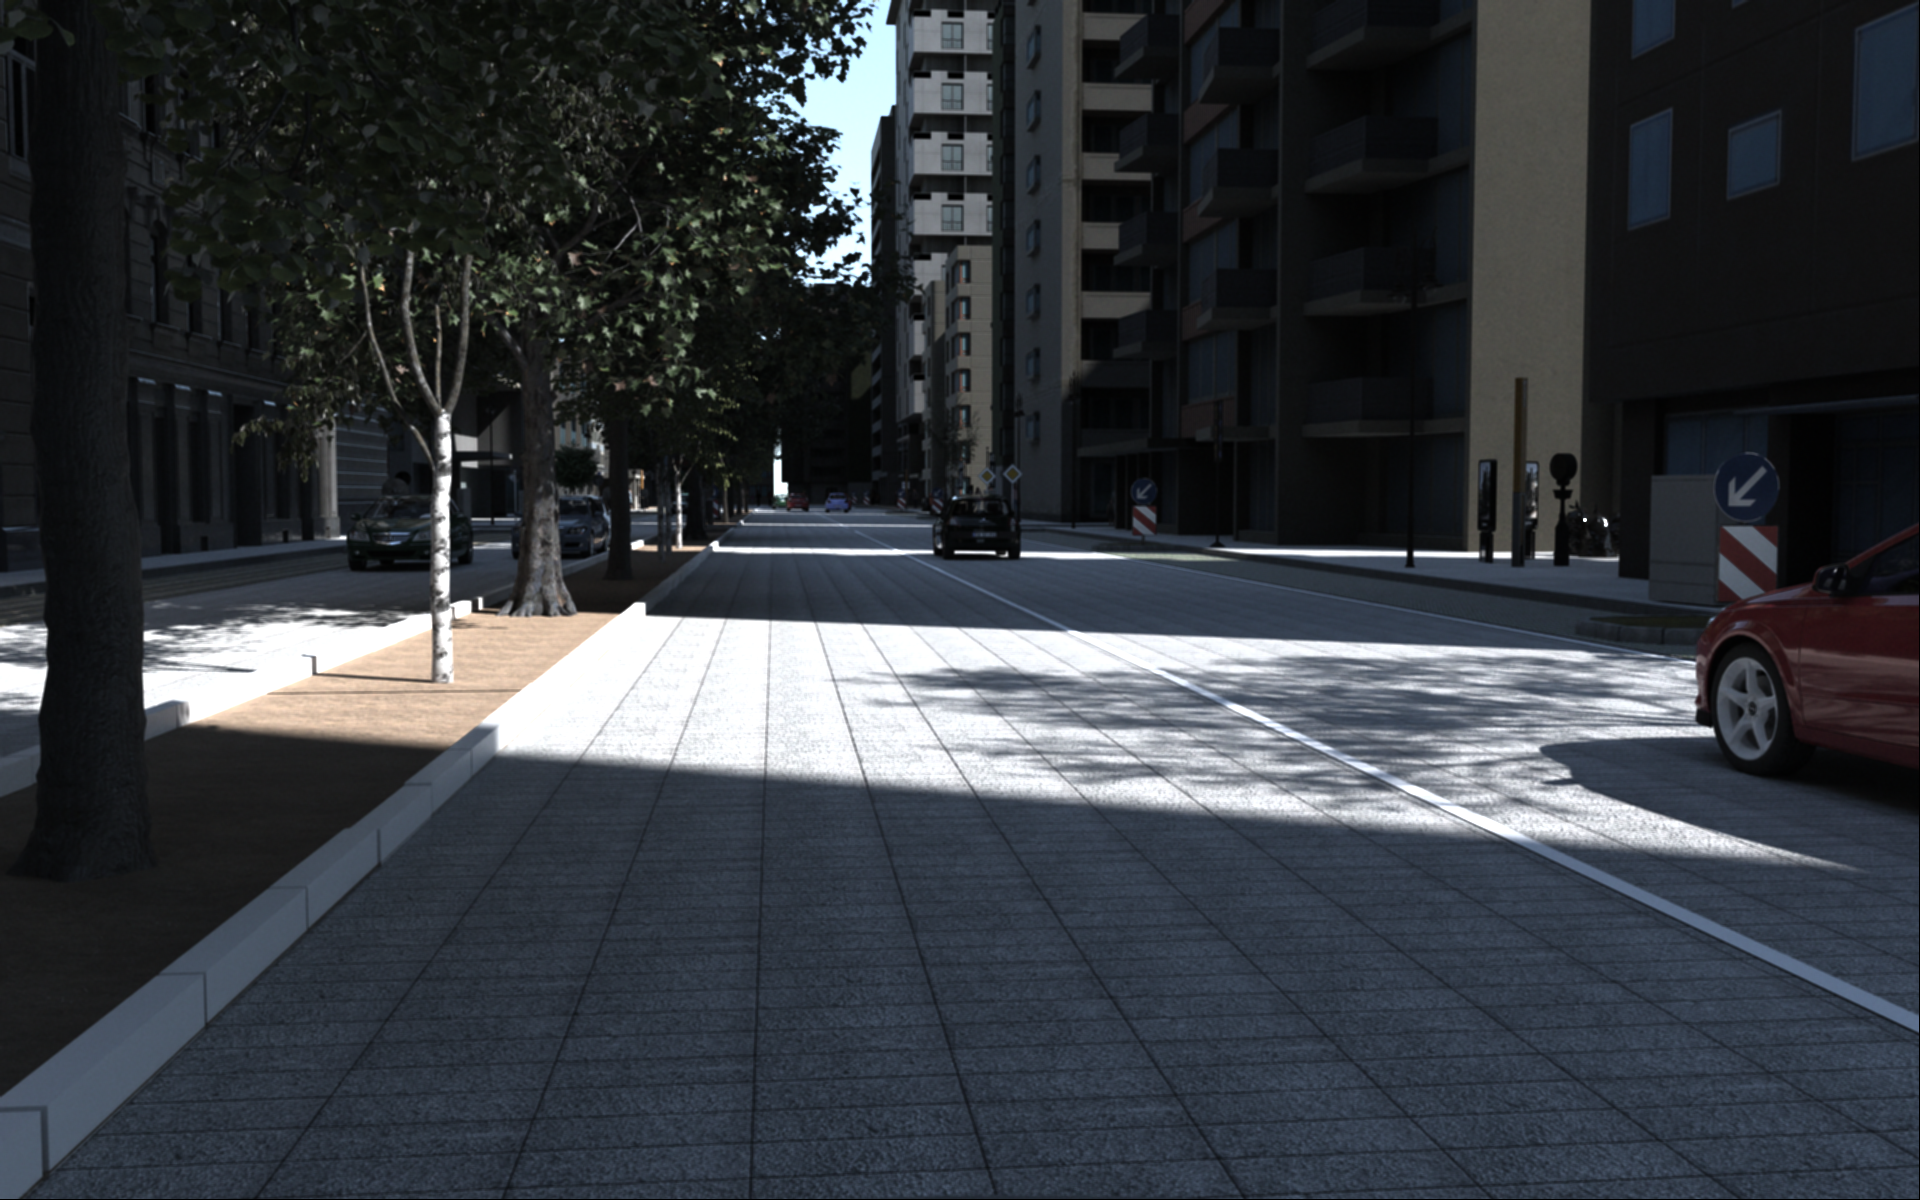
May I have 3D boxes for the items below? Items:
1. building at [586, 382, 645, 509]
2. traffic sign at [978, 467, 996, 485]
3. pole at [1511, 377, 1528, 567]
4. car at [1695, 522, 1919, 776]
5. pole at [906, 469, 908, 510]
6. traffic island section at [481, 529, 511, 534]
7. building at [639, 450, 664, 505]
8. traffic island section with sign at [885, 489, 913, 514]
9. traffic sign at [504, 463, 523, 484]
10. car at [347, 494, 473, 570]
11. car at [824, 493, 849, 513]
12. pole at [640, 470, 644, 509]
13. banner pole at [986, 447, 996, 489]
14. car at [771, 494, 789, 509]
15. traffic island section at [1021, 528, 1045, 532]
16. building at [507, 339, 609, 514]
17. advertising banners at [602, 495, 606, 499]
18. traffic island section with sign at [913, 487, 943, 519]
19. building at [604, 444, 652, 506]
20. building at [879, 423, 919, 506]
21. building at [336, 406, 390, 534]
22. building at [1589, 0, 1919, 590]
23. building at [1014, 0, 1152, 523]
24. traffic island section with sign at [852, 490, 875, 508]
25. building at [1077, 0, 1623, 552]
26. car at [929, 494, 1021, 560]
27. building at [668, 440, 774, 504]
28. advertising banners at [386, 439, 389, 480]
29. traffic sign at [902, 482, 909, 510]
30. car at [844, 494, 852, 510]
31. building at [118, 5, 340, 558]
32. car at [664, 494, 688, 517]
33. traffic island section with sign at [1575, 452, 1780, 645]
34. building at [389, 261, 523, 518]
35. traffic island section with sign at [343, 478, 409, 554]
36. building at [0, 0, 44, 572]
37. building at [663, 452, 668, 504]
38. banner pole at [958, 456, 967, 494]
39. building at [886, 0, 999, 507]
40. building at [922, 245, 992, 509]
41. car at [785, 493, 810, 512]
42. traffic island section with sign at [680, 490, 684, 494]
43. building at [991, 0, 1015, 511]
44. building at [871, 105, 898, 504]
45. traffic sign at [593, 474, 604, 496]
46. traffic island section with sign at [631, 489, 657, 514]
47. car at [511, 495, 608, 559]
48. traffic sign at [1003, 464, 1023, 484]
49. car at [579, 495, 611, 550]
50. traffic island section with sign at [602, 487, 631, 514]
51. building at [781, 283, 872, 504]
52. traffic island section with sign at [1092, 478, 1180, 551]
[{"bbox_3d":[-45.364,-28.399,156.200,32.217,40.220,23.993,0,4,-6],"label":"building"},{"bbox_3d":[1.176,-4.391,73.975,0.795,2.593,0.064,0,4,-6],"label":"traffic sign"},{"bbox_3d":[9.837,-2.238,30.435,0.158,3.312,0.155,0,3,0],"label":"pole"},{"bbox_3d":[5.067,0.084,7.664,2.155,1.783,4.494,0,4,-8],"label":"car"},{"bbox_3d":[-4.320,-8.962,140.369,0.158,3.312,0.155,0,3,0],"label":"pole"},{"bbox_3d":[-16.488,-2.561,64.150,2.009,0.180,2.903,0,4,-6],"label":"traffic island section"},{"bbox_3d":[-41.456,-26.059,197.769,14.160,30.474,14.107,0,4,-6],"label":"building"},{"bbox_3d":[-4.452,-7.234,126.898,1.989,1.847,2.006,0,4,-6],"label":"traffic island section with sign"},{"bbox_3d":[-16.466,-3.786,64.085,0.795,2.593,0.064,0,4,-6],"label":"traffic sign"},{"bbox_3d":[-10.769,-1.366,34.132,2.131,1.459,4.920,0,4,-8],"label":"car"},{"bbox_3d":[-9.468,-7.551,133.044,1.945,1.707,3.694,0,4,-7],"label":"car"},{"bbox_3d":[-26.445,-9.185,144.013,0.158,3.312,0.155,0,3,0],"label":"pole"},{"bbox_3d":[1.601,-6.215,91.640,0.401,3.779,0.863,-3,5,-40],"label":"banner pole"},{"bbox_3d":[-16.827,-9.294,163.751,2.131,1.459,4.920,0,4,-8],"label":"car"},{"bbox_3d":[2.048,-2.681,66.120,2.009,0.180,2.903,0,4,-6],"label":"traffic island section"},{"bbox_3d":[-38.112,-30.861,124.193,23.786,49.044,30.456,0,4,-6],"label":"building"},{"bbox_3d":[-28.691,-9.003,143.380,2.074,3.025,0.090,0,4,5],"label":"advertising banners"},{"bbox_3d":[-1.468,-5.529,99.034,1.989,1.847,2.006,0,4,-6],"label":"traffic island section with sign"},{"bbox_3d":[-42.752,-45.240,177.920,20.563,71.187,20.611,0,4,-6],"label":"building"},{"bbox_3d":[1.766,-46.074,191.558,20.563,71.187,20.611,0,4,-6],"label":"building"},{"bbox_3d":[-29.164,-13.895,56.055,19.941,23.489,11.050,0,4,-6],"label":"building"},{"bbox_3d":[17.406,-22.589,19.436,14.600,45.320,14.200,0,4,-6],"label":"building"},{"bbox_3d":[13.761,-28.310,86.568,21.600,48.544,21.300,0,4,-6],"label":"building"},{"bbox_3d":[-9.623,-10.190,175.240,1.989,1.847,2.006,0,4,-6],"label":"traffic island section with sign"},{"bbox_3d":[16.603,-24.250,51.112,22.147,44.769,28.867,0,4,-6],"label":"building"},{"bbox_3d":[0.344,-1.808,39.341,2.009,1.686,4.222,0,4,-5],"label":"car"},{"bbox_3d":[-40.802,-24.407,244.085,28.899,21.520,27.650,0,4,-6],"label":"building"},{"bbox_3d":[-18.528,-3.683,56.403,0.090,3.025,2.074,-1,4,-12],"label":"advertising banners"},{"bbox_3d":[-4.482,-8.611,142.925,0.606,2.300,0.079,0,4,-3],"label":"traffic sign"},{"bbox_3d":[-10.611,-8.849,153.721,2.155,1.783,4.494,0,4,-6],"label":"car"},{"bbox_3d":[-21.862,-11.717,40.732,9.793,20.994,18.267,0,4,-6],"label":"building"},{"bbox_3d":[-17.451,-6.025,108.289,2.009,1.686,4.222,0,4,-6],"label":"car"},{"bbox_3d":[7.282,-0.525,17.212,1.989,1.847,2.006,0,4,-6],"label":"traffic island section with sign"},{"bbox_3d":[-35.570,-30.201,83.032,28.713,52.752,27.495,0,4,-6],"label":"building"},{"bbox_3d":[-13.836,-2.059,42.288,1.989,1.847,2.006,0,4,-6],"label":"traffic island section with sign"},{"bbox_3d":[-21.188,-14.396,21.287,13.634,28.700,20.117,0,4,-6],"label":"building"},{"bbox_3d":[-43.630,-34.407,212.668,14.200,45.320,14.600,0,4,-6],"label":"building"},{"bbox_3d":[0.190,-7.594,114.179,0.863,3.779,0.401,3,4,36],"label":"banner pole"},{"bbox_3d":[8.050,-35.410,168.200,28.713,52.752,27.495,0,4,-6],"label":"building"},{"bbox_3d":[12.014,-17.817,136.340,27.650,21.520,28.899,0,4,-6],"label":"building"},{"bbox_3d":[-13.497,-8.246,143.863,2.155,1.783,4.494,0,4,-7],"label":"car"},{"bbox_3d":[-27.850,-10.072,173.307,1.989,1.847,2.006,0,4,-6],"label":"traffic island section with sign"},{"bbox_3d":[8.634,-20.320,103.936,14.160,30.474,14.107,0,4,-6],"label":"building"},{"bbox_3d":[0.297,-36.060,213.278,21.300,48.544,21.600,0,4,-6],"label":"building"},{"bbox_3d":[-23.217,-6.789,111.103,0.768,2.556,0.104,0,4,2],"label":"traffic sign"},{"bbox_3d":[-22.608,-7.078,124.357,1.989,1.847,2.006,0,4,-6],"label":"traffic island section with sign"},{"bbox_3d":[-9.182,-1.710,39.966,2.014,1.417,4.499,0,4,-5],"label":"car"},{"bbox_3d":[2.026,-3.905,66.035,0.795,2.593,0.064,0,4,-6],"label":"traffic sign"},{"bbox_3d":[-9.909,-2.021,45.049,2.014,1.417,4.499,0,4,-6],"label":"car"},{"bbox_3d":[-19.680,-5.405,97.005,1.989,1.847,2.006,0,4,-6],"label":"traffic island section with sign"},{"bbox_3d":[-17.940,-28.660,240.287,14.107,30.474,14.160,0,4,-6],"label":"building"},{"bbox_3d":[4.410,-2.164,44.015,1.989,1.847,2.006,0,4,-6],"label":"traffic island section with sign"}]
